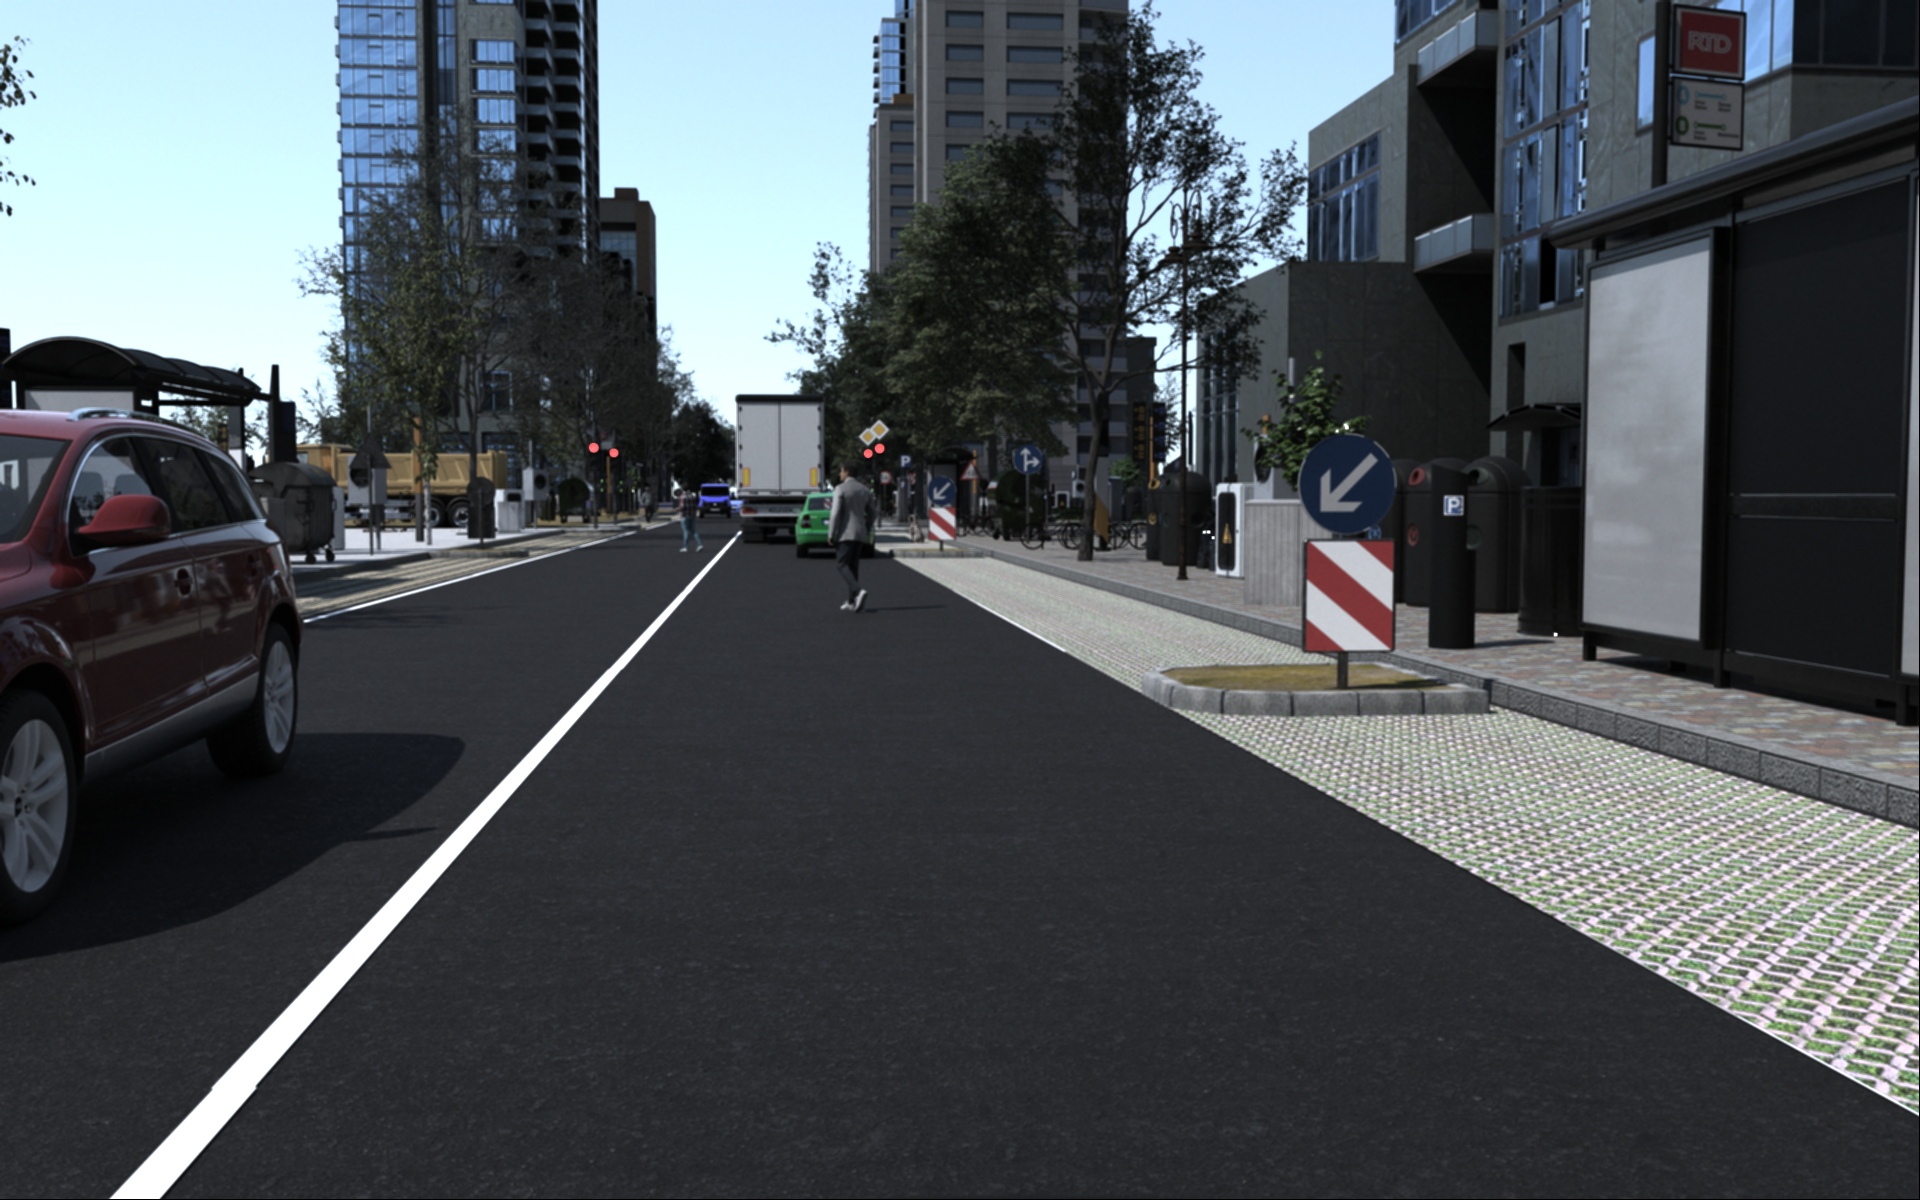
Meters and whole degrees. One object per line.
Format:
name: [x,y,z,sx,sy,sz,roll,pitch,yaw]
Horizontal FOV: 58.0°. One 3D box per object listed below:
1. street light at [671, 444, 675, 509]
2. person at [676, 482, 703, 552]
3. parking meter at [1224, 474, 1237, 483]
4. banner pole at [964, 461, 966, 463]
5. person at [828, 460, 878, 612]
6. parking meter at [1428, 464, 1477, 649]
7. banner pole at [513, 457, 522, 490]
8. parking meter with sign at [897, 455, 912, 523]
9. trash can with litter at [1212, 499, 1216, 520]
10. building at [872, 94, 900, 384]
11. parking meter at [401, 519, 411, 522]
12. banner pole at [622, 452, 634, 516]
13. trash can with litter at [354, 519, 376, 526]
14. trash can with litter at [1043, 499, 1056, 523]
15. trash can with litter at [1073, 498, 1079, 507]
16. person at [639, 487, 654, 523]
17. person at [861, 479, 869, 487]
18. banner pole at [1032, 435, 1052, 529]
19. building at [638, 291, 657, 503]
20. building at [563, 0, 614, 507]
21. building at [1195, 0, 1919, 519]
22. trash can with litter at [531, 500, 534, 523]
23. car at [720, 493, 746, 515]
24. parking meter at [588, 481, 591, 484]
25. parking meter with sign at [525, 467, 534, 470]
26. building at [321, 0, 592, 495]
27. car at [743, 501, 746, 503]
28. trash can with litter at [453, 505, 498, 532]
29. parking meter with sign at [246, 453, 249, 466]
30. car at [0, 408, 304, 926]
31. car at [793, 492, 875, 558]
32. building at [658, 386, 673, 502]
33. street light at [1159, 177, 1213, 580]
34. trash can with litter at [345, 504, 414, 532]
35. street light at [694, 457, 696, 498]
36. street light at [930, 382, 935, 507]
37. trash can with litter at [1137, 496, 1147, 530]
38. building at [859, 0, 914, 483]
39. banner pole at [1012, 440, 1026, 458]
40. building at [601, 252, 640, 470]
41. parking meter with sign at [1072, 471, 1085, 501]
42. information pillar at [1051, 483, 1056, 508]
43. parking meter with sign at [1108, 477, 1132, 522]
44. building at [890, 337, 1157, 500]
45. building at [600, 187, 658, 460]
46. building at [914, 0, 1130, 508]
street light: [-24.641,-10.775,148.950,0.468,5.910,1.993,0,4,-6]
person: [-6.762,-2.070,43.174,0.643,1.720,0.563,3,4,37]
parking meter: [7.914,-2.759,50.826,0.399,1.863,0.255,0,4,5]
banner pole: [-0.247,-6.404,94.728,0.401,3.779,0.863,3,5,41]
person: [-1.282,-0.785,21.180,0.661,1.843,0.795,-3,4,-38]
parking meter: [4.107,-0.368,14.431,0.372,1.533,0.369,0,3,0]
banner pole: [-29.825,-7.742,116.605,0.401,3.779,0.863,3,4,37]
parking meter with sign: [-2.569,-5.028,78.475,0.543,3.016,1.738,-1,4,-9]
trash can with litter: [5.357,-1.495,35.831,0.624,1.170,1.055,1,4,11]
building: [-2.669,-44.060,262.376,21.231,58.520,28.212,0,4,-6]
parking meter: [-25.121,-4.451,78.483,0.399,1.863,0.255,-3,5,-44]
banner pole: [-21.090,-7.319,109.685,0.863,3.779,0.401,-2,4,-26]
trash can with litter: [-24.069,-3.606,70.352,0.624,1.170,1.055,1,4,21]
trash can with litter: [3.719,-3.968,76.264,0.624,1.170,1.055,3,5,43]
trash can with litter: [7.470,-6.491,117.183,2.233,1.210,1.678,-1,4,-10]
person: [-15.514,-4.682,85.542,0.515,1.767,0.782,3,5,42]
person: [-2.704,-2.370,47.345,0.679,1.850,0.850,-3,5,-43]
banner pole: [2.962,-4.459,62.919,0.863,3.779,0.401,-2,4,-27]
building: [-50.033,-28.804,242.647,14.160,30.474,14.107,0,4,-6]
building: [-47.069,-45.671,184.967,20.563,71.187,20.611,0,4,-6]
building: [20.684,-44.591,41.728,22.319,86.520,31.000,0,4,-6]
trash can with litter: [-19.214,-4.006,76.878,0.624,1.170,1.055,-3,4,-37]
car: [-16.048,-6.864,121.820,1.945,1.707,3.694,0,4,-8]
parking meter: [-17.019,-4.470,78.803,0.399,1.863,0.255,1,4,13]
parking meter with sign: [-27.492,-7.070,111.848,0.543,3.016,1.738,0,4,5]
building: [-44.997,-51.724,158.355,22.319,86.520,31.000,0,4,-6]
car: [-22.398,-10.465,183.681,1.945,1.354,3.894,0,4,-4]
trash can with litter: [-16.315,-2.955,59.378,1.678,1.210,2.233,-3,5,-43]
parking meter with sign: [-31.121,-4.724,73.491,0.543,3.016,1.738,3,4,37]
car: [-4.305,0.084,7.301,2.281,1.827,5.304,0,4,-7]
car: [-2.917,-1.930,40.356,1.959,1.807,4.718,0,4,-5]
building: [-60.926,-26.484,278.051,27.650,21.520,28.899,0,4,-6]
street light: [3.326,-3.237,25.710,0.468,5.910,1.993,0,4,-6]
trash can with litter: [-19.406,-2.926,58.899,1.678,1.210,2.233,3,4,37]
street light: [-28.827,-13.205,188.684,0.468,5.910,1.993,0,4,-6]
street light: [-1.025,-5.632,64.868,0.468,5.910,1.993,0,4,-6]
trash can with litter: [7.337,-3.202,63.404,2.233,1.210,1.678,0,4,0]
building: [-6.690,-59.865,291.470,22.319,86.520,31.000,0,4,-6]
banner pole: [2.796,-5.535,80.518,0.863,3.779,0.401,0,4,5]
building: [-45.880,-26.426,203.762,14.160,30.474,14.107,0,4,-6]
parking meter with sign: [9.560,-8.392,133.462,1.738,3.016,0.543,-1,4,-15]
information pillar: [6.052,-6.596,112.335,0.304,2.012,0.304,1,4,9]
parking meter with sign: [6.726,-4.844,75.462,1.738,3.016,0.543,-3,4,-37]
building: [6.329,-21.914,203.336,27.650,21.520,28.899,0,4,-6]
building: [-52.240,-37.068,256.166,14.600,45.320,14.200,0,4,-6]
building: [5.909,-38.624,173.498,21.231,58.520,28.212,0,4,-6]
